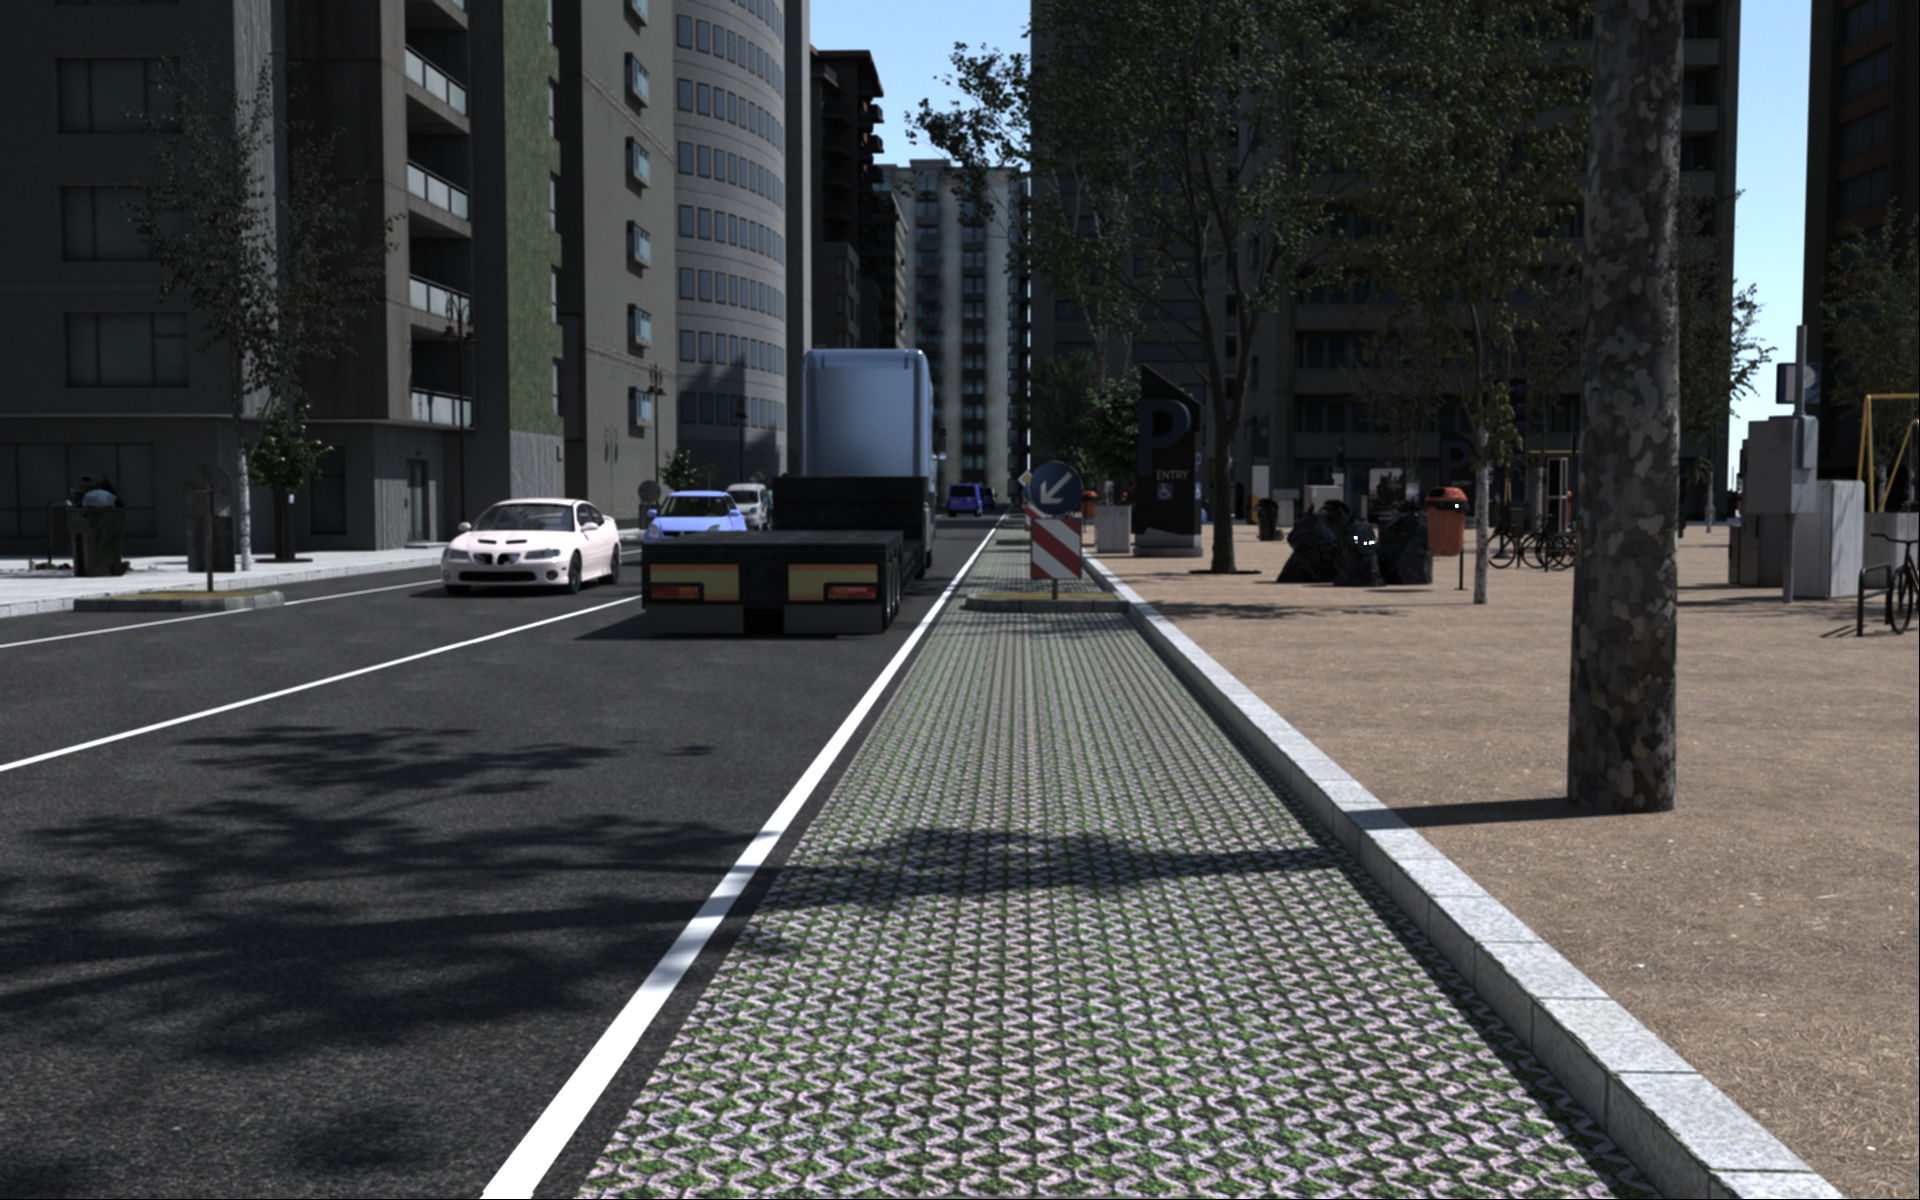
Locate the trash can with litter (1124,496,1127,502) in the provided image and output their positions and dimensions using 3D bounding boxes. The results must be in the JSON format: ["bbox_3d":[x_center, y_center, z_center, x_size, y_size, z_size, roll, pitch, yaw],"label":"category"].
[{"bbox_3d":[10.329,-5.638,103.570,1.055,1.170,0.624,-3,4,-37],"label":"trash can with litter"}]

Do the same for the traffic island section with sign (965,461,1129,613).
[{"bbox_3d":[1.074,-0.797,21.667,1.989,1.847,2.006,0,4,2],"label":"traffic island section with sign"}]

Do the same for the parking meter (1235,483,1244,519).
[{"bbox_3d":[14.238,-5.045,88.197,0.399,1.863,0.255,-3,4,-37],"label":"parking meter"}]

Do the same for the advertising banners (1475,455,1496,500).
[{"bbox_3d":[23.182,-5.029,78.413,2.074,3.025,0.090,1,4,23],"label":"advertising banners"}]

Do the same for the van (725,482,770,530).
[{"bbox_3d":[-8.381,-3.679,67.170,2.013,2.044,4.112,0,4,1],"label":"van"}]

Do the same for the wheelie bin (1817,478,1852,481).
[{"bbox_3d":[17.105,-1.588,33.876,0.693,1.594,0.980,-3,4,-38],"label":"wheelie bin"}]

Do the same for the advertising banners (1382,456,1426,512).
[{"bbox_3d":[20.502,-5.127,80.007,2.074,3.025,0.090,2,4,32],"label":"advertising banners"}]

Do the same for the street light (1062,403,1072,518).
[{"bbox_3d":[5.392,-7.020,87.572,0.468,5.910,1.993,0,4,2],"label":"street light"}]

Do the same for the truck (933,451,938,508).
[{"bbox_3d":[-3.018,-7.508,111.666,2.839,4.237,11.283,0,4,3],"label":"truck"}]

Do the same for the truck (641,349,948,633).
[{"bbox_3d":[-1.831,-2.239,26.370,2.967,4.110,18.799,0,4,1],"label":"truck"}]

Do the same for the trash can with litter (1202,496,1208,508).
[{"bbox_3d":[14.342,-5.668,104.059,1.055,1.170,0.624,-2,4,-25],"label":"trash can with litter"}]

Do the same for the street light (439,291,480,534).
[{"bbox_3d":[-11.395,-4.087,39.610,0.468,5.910,1.993,0,4,2],"label":"street light"}]

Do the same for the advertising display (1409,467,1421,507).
[{"bbox_3d":[10.480,-2.208,41.314,0.974,1.923,0.123,0,4,-2],"label":"advertising display"}]

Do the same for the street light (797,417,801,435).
[{"bbox_3d":[-9.279,-7.878,101.586,0.468,5.910,1.993,0,4,2],"label":"street light"}]

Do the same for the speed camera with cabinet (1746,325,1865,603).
[{"bbox_3d":[10.252,-1.629,20.965,2.038,3.252,0.660,-3,5,-41],"label":"speed camera with cabinet"}]

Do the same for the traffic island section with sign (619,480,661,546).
[{"bbox_3d":[-8.808,-2.460,48.855,1.989,1.847,2.006,0,4,2],"label":"traffic island section with sign"}]

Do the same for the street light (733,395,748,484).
[{"bbox_3d":[-10.077,-6.546,79.821,0.468,5.910,1.993,0,4,2],"label":"street light"}]

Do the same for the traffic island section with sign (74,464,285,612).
[{"bbox_3d":[-9.738,-0.813,21.916,1.989,1.847,2.006,0,4,2],"label":"traffic island section with sign"}]

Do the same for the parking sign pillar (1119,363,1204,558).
[{"bbox_3d":[4.260,-2.867,35.351,1.447,3.967,1.447,2,4,29],"label":"parking sign pillar"}]

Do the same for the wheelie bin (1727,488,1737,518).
[{"bbox_3d":[41.949,-5.286,94.340,0.693,1.594,0.980,2,4,23],"label":"wheelie bin"}]

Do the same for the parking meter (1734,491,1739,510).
[{"bbox_3d":[62.923,-8.076,140.446,0.372,1.533,0.369,0,3,0],"label":"parking meter"}]

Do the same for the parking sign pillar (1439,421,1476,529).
[{"bbox_3d":[18.258,-4.593,63.572,1.447,3.967,1.447,1,4,18],"label":"parking sign pillar"}]

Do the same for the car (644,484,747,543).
[{"bbox_3d":[-5.477,-1.619,36.055,1.945,1.707,3.694,0,4,1],"label":"car"}]

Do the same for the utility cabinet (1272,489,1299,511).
[{"bbox_3d":[14.714,-4.260,78.335,1.173,1.500,0.318,0,4,-4],"label":"utility cabinet"}]

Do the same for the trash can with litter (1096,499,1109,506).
[{"bbox_3d":[5.605,-3.514,68.845,0.624,1.170,1.055,0,4,3],"label":"trash can with litter"}]

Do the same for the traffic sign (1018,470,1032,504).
[{"bbox_3d":[2.761,-4.132,71.199,0.795,2.450,0.064,0,4,2],"label":"traffic sign"}]

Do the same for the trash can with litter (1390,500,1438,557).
[{"bbox_3d":[9.413,-1.477,35.537,1.055,1.170,0.624,-1,4,-21],"label":"trash can with litter"}]

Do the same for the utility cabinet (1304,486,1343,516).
[{"bbox_3d":[9.620,-2.270,45.800,1.173,1.500,0.318,-2,4,-34],"label":"utility cabinet"}]

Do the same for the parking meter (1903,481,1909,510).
[{"bbox_3d":[43.857,-4.558,80.232,0.255,1.863,0.399,2,4,28],"label":"parking meter"}]

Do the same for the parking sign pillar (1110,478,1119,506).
[{"bbox_3d":[9.856,-7.655,113.635,1.447,3.967,1.447,-1,4,-16],"label":"parking sign pillar"}]

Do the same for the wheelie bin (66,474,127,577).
[{"bbox_3d":[-13.403,-1.161,26.887,0.980,1.594,0.693,2,4,31],"label":"wheelie bin"}]

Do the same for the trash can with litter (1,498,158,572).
[{"bbox_3d":[-14.823,-1.116,29.305,2.233,1.210,1.678,0,4,-1],"label":"trash can with litter"}]

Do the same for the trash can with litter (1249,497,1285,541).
[{"bbox_3d":[8.474,-2.204,47.423,0.624,1.170,1.055,2,4,32],"label":"trash can with litter"}]

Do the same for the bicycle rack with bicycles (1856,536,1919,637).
[{"bbox_3d":[9.525,-0.149,15.818,2.852,0.926,2.925,3,4,36],"label":"bicycle rack with bicycles"}]

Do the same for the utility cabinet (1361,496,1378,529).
[{"bbox_3d":[15.473,-3.266,64.563,1.020,1.237,0.306,1,4,14],"label":"utility cabinet"}]

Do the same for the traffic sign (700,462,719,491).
[{"bbox_3d":[-10.104,-4.261,69.771,0.768,2.556,0.104,0,4,8],"label":"traffic sign"}]

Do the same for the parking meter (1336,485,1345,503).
[{"bbox_3d":[10.325,-2.385,47.404,0.372,1.533,0.369,0,3,0],"label":"parking meter"}]

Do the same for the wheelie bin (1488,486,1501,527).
[{"bbox_3d":[20.464,-3.603,66.819,0.693,1.594,0.980,-3,5,-40],"label":"wheelie bin"}]

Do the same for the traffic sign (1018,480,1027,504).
[{"bbox_3d":[3.037,-4.620,79.179,0.795,2.450,0.064,0,4,2],"label":"traffic sign"}]

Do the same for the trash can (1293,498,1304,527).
[{"bbox_3d":[11.118,-2.719,56.108,0.748,1.137,0.748,0,3,0],"label":"trash can"}]

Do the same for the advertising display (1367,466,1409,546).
[{"bbox_3d":[9.989,-2.163,40.580,0.123,1.923,0.974,-3,5,-43],"label":"advertising display"}]

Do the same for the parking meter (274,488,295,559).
[{"bbox_3d":[-13.469,-1.597,34.519,0.372,1.533,0.369,0,3,0],"label":"parking meter"}]

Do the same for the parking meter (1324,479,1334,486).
[{"bbox_3d":[13.769,-3.612,64.761,0.399,1.863,0.255,0,4,7],"label":"parking meter"}]

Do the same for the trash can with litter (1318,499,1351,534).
[{"bbox_3d":[8.202,-1.595,37.458,0.624,1.170,1.055,3,4,38],"label":"trash can with litter"}]

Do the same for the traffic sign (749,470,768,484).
[{"bbox_3d":[-8.326,-4.156,71.600,0.795,2.450,0.064,0,4,2],"label":"traffic sign"}]

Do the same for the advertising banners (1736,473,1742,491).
[{"bbox_3d":[63.871,-9.026,143.768,2.074,3.025,0.090,1,4,15],"label":"advertising banners"}]

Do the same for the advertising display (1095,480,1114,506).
[{"bbox_3d":[6.634,-4.535,79.369,0.974,1.923,0.123,-2,4,-29],"label":"advertising display"}]

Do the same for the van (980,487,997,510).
[{"bbox_3d":[2.257,-9.550,160.533,2.240,2.365,5.245,0,4,3],"label":"van"}]

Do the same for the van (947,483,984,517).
[{"bbox_3d":[0.330,-6.378,108.660,2.240,2.365,5.245,0,4,4],"label":"van"}]

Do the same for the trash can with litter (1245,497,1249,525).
[{"bbox_3d":[12.213,-3.664,71.289,0.624,1.170,1.055,-2,4,-31],"label":"trash can with litter"}]

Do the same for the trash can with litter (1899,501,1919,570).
[{"bbox_3d":[16.387,-1.094,29.270,1.055,1.170,0.624,-1,4,-9],"label":"trash can with litter"}]

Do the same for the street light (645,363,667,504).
[{"bbox_3d":[-10.694,-5.400,61.079,0.468,5.910,1.993,0,4,2],"label":"street light"}]

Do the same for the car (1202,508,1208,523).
[{"bbox_3d":[8.965,-4.041,75.656,3.694,1.707,1.945,0,4,3],"label":"car"}]

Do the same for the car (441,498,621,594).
[{"bbox_3d":[-6.399,-0.849,26.250,2.083,1.381,4.827,0,4,0],"label":"car"}]

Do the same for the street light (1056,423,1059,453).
[{"bbox_3d":[6.166,-8.396,110.055,0.468,5.910,1.993,0,4,2],"label":"street light"}]

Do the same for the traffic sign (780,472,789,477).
[{"bbox_3d":[-8.050,-4.645,79.581,0.795,2.450,0.064,0,4,2],"label":"traffic sign"}]
